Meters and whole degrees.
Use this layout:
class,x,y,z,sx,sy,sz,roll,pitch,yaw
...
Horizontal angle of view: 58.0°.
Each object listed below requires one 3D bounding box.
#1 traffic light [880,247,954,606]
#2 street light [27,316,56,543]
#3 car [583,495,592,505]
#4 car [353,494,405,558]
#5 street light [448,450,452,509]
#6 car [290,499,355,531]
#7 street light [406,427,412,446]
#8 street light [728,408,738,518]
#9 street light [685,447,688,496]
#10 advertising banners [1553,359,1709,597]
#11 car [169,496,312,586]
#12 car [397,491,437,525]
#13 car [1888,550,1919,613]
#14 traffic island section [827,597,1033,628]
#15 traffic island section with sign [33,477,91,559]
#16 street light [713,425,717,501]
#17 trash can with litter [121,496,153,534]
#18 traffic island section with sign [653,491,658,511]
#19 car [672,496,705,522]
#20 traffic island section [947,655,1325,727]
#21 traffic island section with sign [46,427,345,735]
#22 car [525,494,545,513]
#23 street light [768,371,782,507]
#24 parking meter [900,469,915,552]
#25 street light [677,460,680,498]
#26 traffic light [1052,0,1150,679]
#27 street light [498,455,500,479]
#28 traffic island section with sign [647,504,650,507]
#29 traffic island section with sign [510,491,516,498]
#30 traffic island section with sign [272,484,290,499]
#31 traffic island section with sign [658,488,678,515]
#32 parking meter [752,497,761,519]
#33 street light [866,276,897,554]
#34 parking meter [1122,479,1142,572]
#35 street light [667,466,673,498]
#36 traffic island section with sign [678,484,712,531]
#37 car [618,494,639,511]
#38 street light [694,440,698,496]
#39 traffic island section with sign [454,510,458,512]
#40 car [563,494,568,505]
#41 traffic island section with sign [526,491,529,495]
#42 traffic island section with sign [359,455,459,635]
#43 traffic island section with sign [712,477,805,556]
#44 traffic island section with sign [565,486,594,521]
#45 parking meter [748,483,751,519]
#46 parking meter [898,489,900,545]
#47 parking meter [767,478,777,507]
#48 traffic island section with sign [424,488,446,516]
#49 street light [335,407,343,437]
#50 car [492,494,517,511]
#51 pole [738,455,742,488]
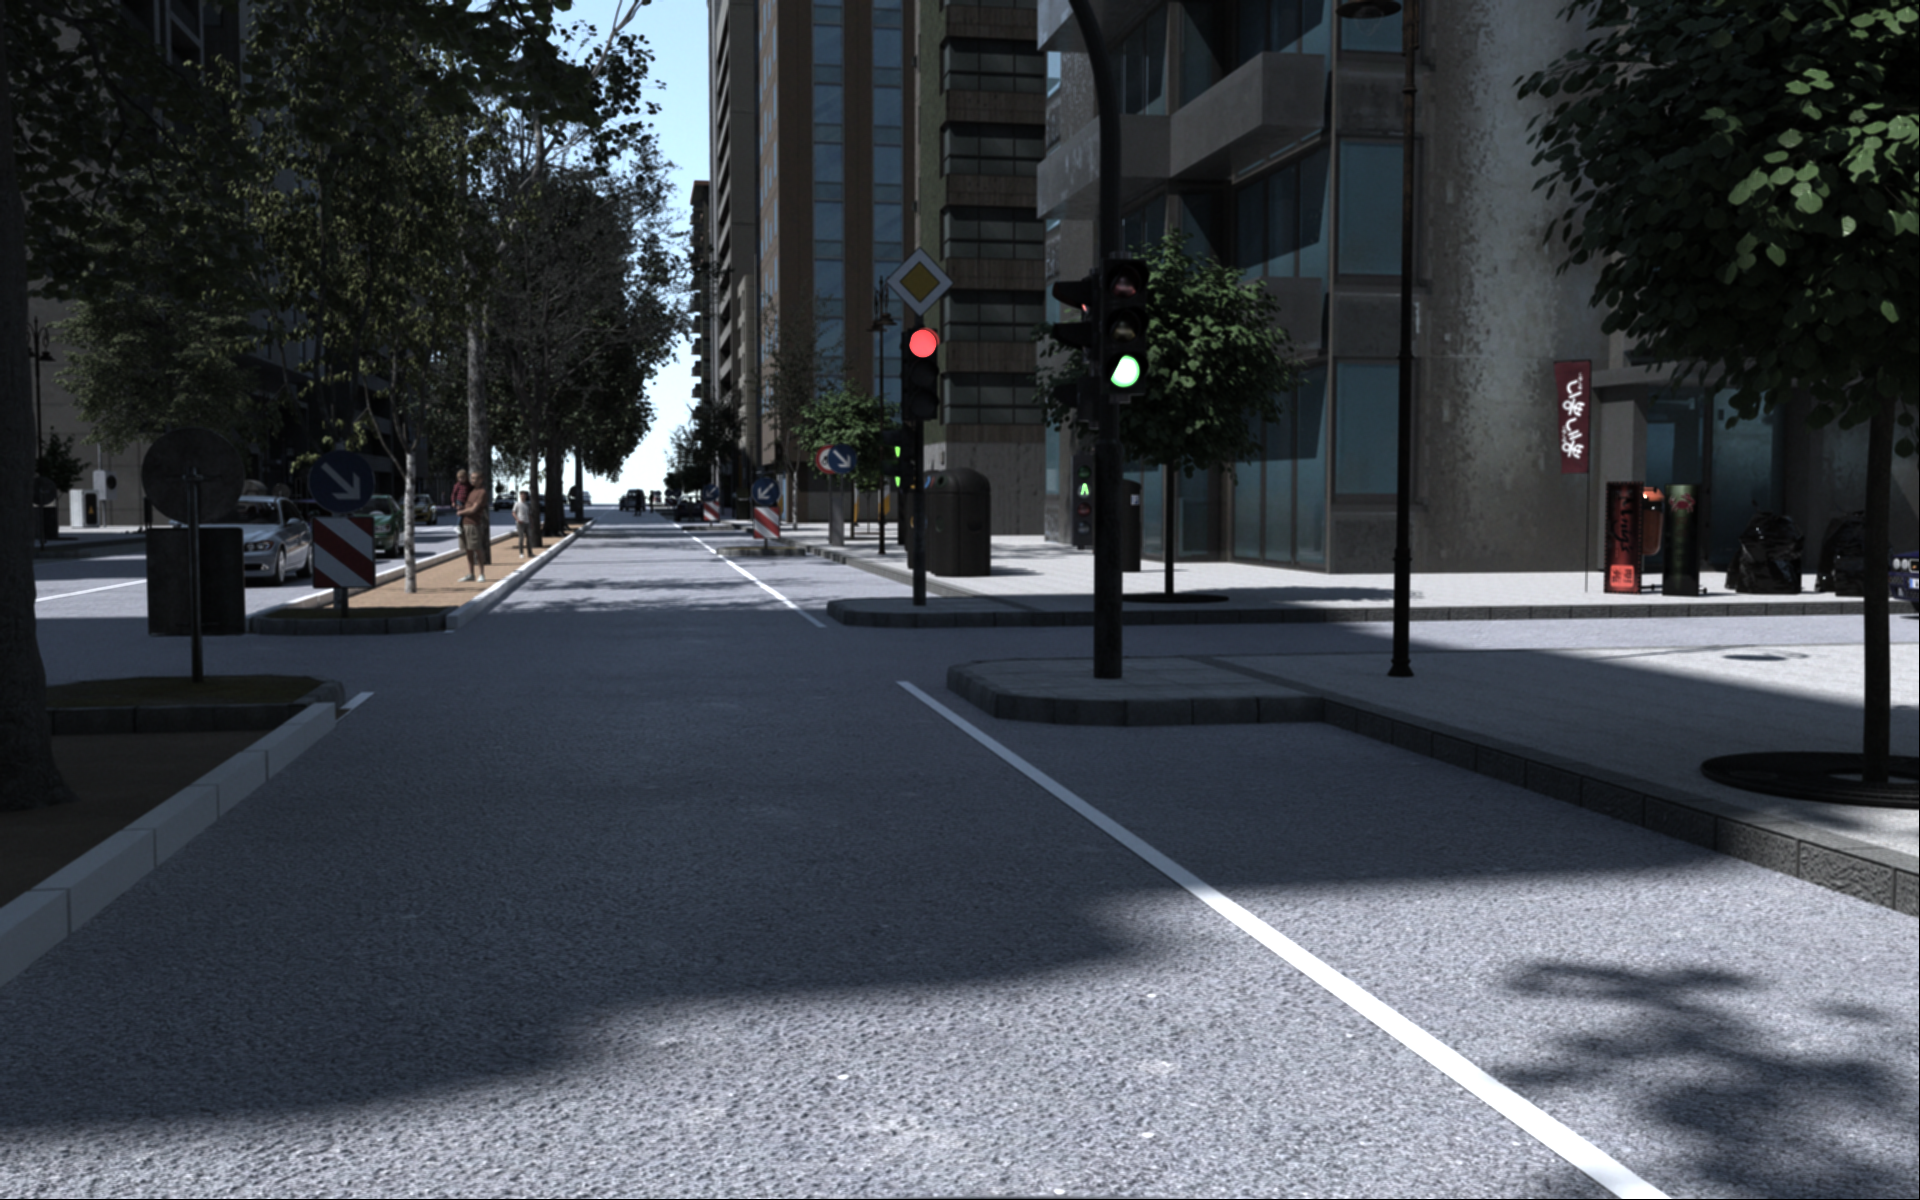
class,x,y,z,sx,sy,sz,roll,pitch,yaw
traffic light,-0.486,-1.893,19.865,0.839,4.253,0.868,-1,4,-11
street light,-23.998,-4.426,45.152,0.468,5.910,1.993,-1,4,-11
car,-49.518,-13.184,227.927,2.083,1.381,4.827,-1,4,-10
car,-13.781,-1.721,39.942,2.131,1.459,4.920,-1,4,-12
street light,-43.609,-10.739,148.370,0.468,5.910,1.993,-1,4,-11
car,-13.236,-1.370,34.985,1.945,1.354,3.894,-1,4,-9
street light,-38.230,-9.008,120.071,0.468,5.910,1.993,-1,4,-11
street light,-12.183,-7.354,93.019,0.468,5.910,1.993,-1,4,-11
street light,-26.662,-11.997,168.945,0.468,5.910,1.993,-1,4,-11
advertising banners,8.542,-1.589,22.172,0.090,3.025,2.074,-3,5,-43
car,-11.733,-0.999,28.331,2.014,1.417,4.499,-1,4,-11
car,-25.217,-4.274,80.108,2.015,1.641,3.980,-1,4,-12
car,12.680,-0.431,19.626,3.894,1.354,1.945,-1,4,-10
traffic island section,-0.445,0.140,19.986,2.009,0.180,2.903,-1,4,-11
traffic island section with sign,-20.720,-1.847,38.832,1.989,1.847,2.006,-1,4,-11
street light,-15.889,-8.527,112.208,0.468,5.910,1.993,-1,4,-11
trash can with litter,-26.771,-2.789,56.657,1.678,1.210,2.233,-1,4,-12
traffic island section with sign,-24.446,-8.316,144.586,1.989,1.847,2.006,-1,4,-11
car,-14.243,-4.842,91.740,1.945,1.354,3.894,-1,4,-12
traffic island section,1.045,0.620,12.141,2.009,0.180,2.903,-1,4,-11
traffic island section with sign,-5.110,-0.189,11.221,2.006,1.907,1.989,-1,4,-11
car,-29.879,-6.864,122.010,2.009,1.686,4.222,-1,4,-13
street light,-6.909,-5.635,64.925,0.468,5.910,1.993,-1,4,-11
parking meter,-1.046,-2.007,38.532,0.399,1.863,0.255,1,4,16
street light,-31.449,-13.518,193.799,0.468,5.910,1.993,-1,4,-11
traffic light,-1.035,-2.252,11.491,4.771,5.953,1.251,-1,4,-11
street light,-53.910,-14.047,202.455,0.468,5.910,1.993,-1,4,-11
traffic island section with sign,-34.675,-11.613,198.507,1.989,1.847,2.006,-1,4,-11
traffic island section with sign,-50.535,-11.451,195.856,1.989,1.847,2.006,-1,4,-11
traffic island section with sign,-25.865,-3.505,65.931,1.989,1.847,2.006,-1,4,-11
traffic island section with sign,-19.372,-6.684,117.908,1.989,1.847,2.006,-1,4,-11
parking meter,-9.256,-4.501,79.307,0.255,1.863,0.399,0,4,2
street light,-1.667,-3.917,36.825,0.468,5.910,1.993,-1,4,-11
parking meter,2.789,-1.229,28.500,0.372,1.533,0.369,0,3,0
street light,-42.112,-16.953,249.966,0.468,5.910,1.993,-1,4,-11
traffic island section with sign,-9.945,-3.644,68.207,1.989,1.847,2.006,-1,4,-11
car,-28.908,-8.539,151.621,2.014,1.417,4.499,-1,4,-10
street light,-21.340,-10.267,140.645,0.468,5.910,1.993,-1,4,-11
traffic island section with sign,-40.203,-8.122,141.429,1.989,1.847,2.006,-1,4,-11
car,-54.553,-13.875,236.638,2.009,1.686,4.222,-1,4,-12
traffic island section with sign,-55.662,-13.101,222.833,1.989,1.847,2.006,-1,4,-11
traffic island section with sign,-6.482,-0.634,18.500,2.006,1.907,1.989,-1,4,-11
traffic island section with sign,-4.736,-1.970,40.830,1.989,1.847,2.006,-1,4,-11
traffic island section with sign,-20.509,-5.149,92.323,2.006,1.907,1.989,-1,4,-11
parking meter,-10.886,-5.185,90.493,0.255,1.863,0.399,2,4,24
parking meter,-1.351,-2.317,43.602,0.399,1.863,0.255,1,4,12
parking meter,-6.901,-3.524,63.327,0.399,1.863,0.255,0,4,4
traffic island section with sign,-35.120,-6.483,114.620,1.989,1.847,2.006,-1,4,-11
street light,-32.897,-7.284,91.887,0.468,5.910,1.993,-1,4,-11
car,-38.057,-8.265,144.918,2.009,1.686,4.222,-1,4,-12
pole,-11.459,-5.903,90.354,0.158,3.312,0.155,0,3,0
